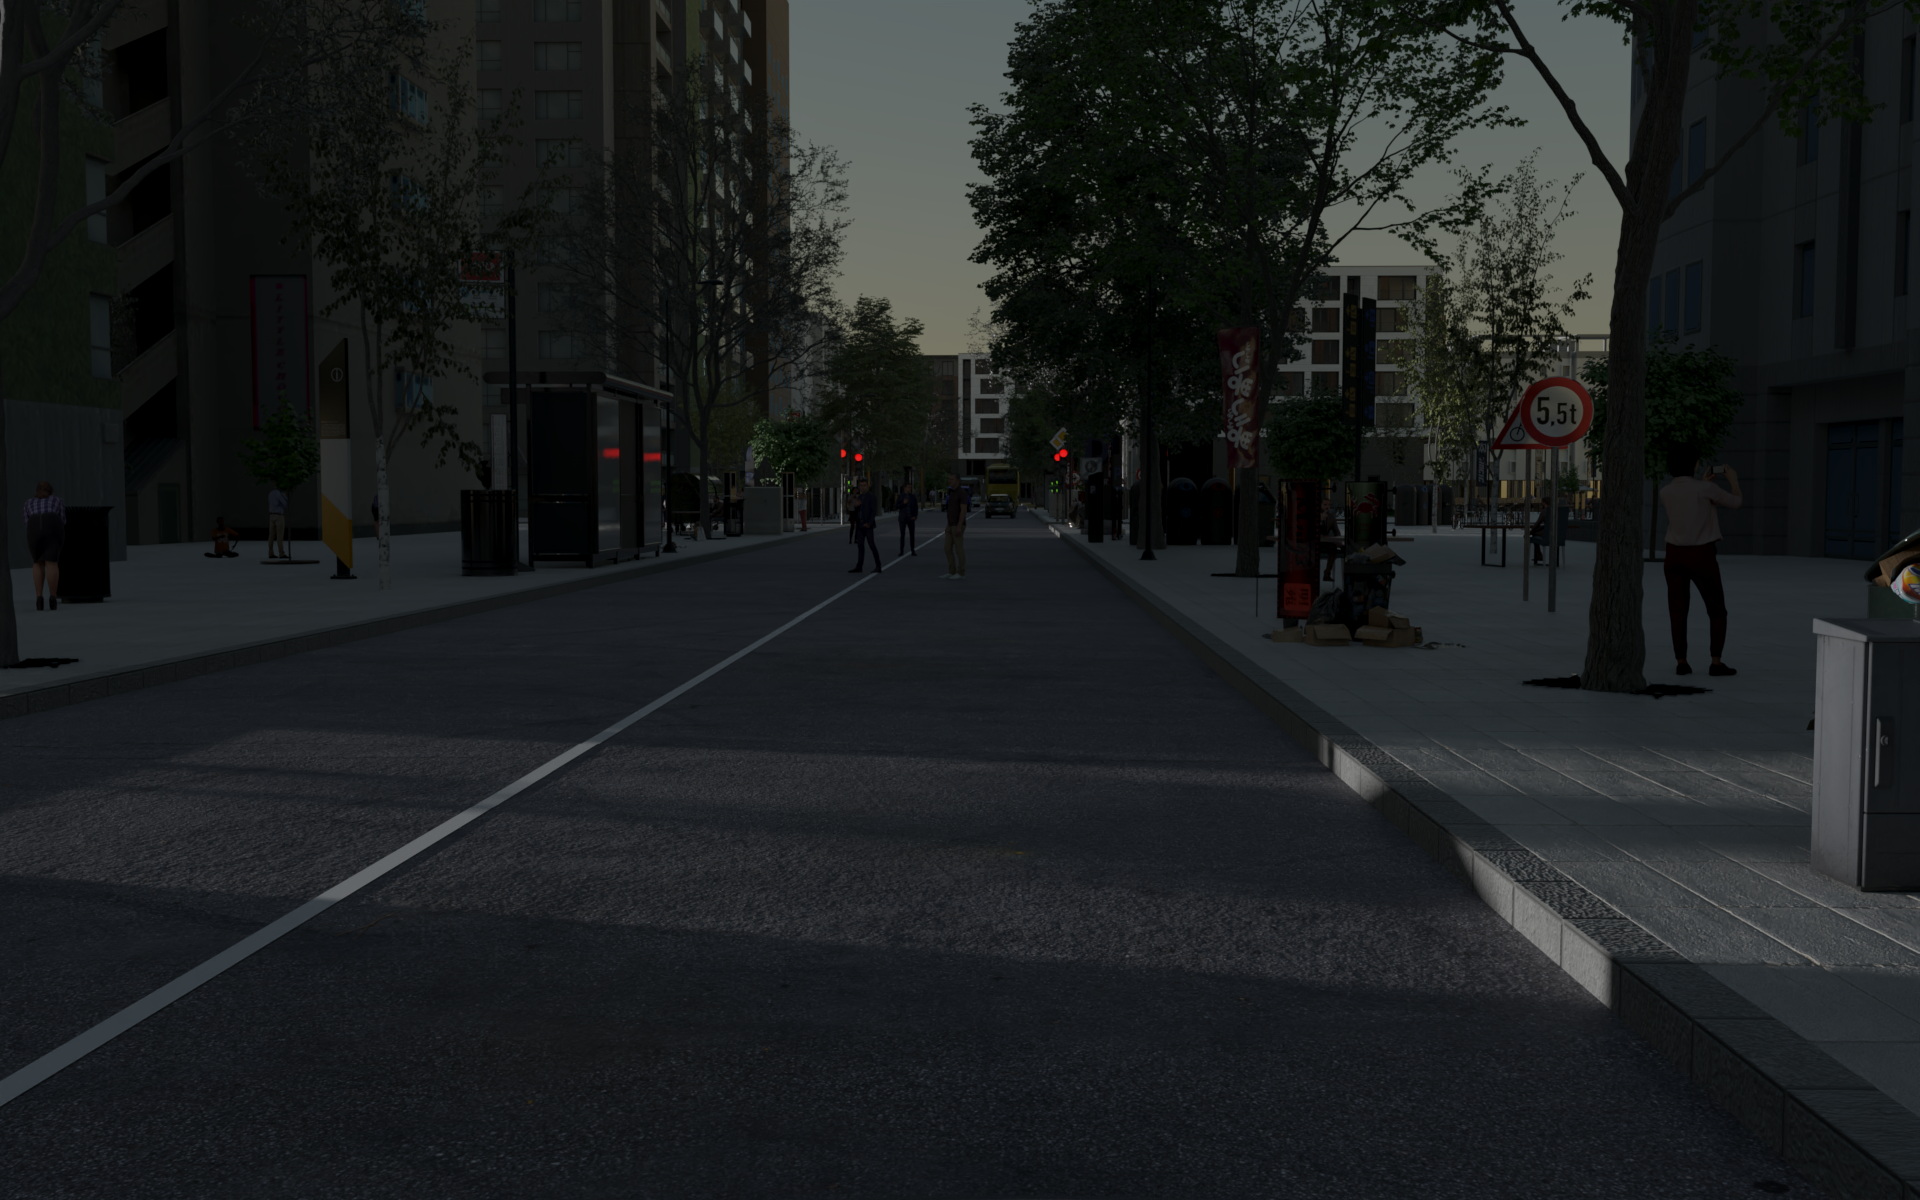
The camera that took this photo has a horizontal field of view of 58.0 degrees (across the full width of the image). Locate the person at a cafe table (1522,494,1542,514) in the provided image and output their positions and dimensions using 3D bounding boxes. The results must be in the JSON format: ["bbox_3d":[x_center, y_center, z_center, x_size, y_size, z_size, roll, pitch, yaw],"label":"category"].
[{"bbox_3d":[37.071,-6.360,112.507,1.698,1.524,1.622,0,4,1],"label":"person at a cafe table"}]

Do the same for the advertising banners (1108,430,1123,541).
[{"bbox_3d":[4.285,-3.165,47.928,0.090,3.025,2.074,1,4,16],"label":"advertising banners"}]

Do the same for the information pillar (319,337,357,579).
[{"bbox_3d":[-9.379,-2.122,26.050,0.504,3.616,0.183,1,4,17],"label":"information pillar"}]

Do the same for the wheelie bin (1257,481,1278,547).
[{"bbox_3d":[7.359,-2.089,42.058,0.693,1.594,0.980,1,4,14],"label":"wheelie bin"}]

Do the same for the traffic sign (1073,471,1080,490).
[{"bbox_3d":[6.331,-5.843,95.646,0.768,2.556,0.104,1,4,9],"label":"traffic sign"}]

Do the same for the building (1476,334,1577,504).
[{"bbox_3d":[66.388,-21.704,211.283,11.380,20.091,16.016,0,4,2],"label":"building"}]

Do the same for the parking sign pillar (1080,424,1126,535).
[{"bbox_3d":[4.546,-4.064,54.919,1.447,3.967,1.447,-3,5,-40],"label":"parking sign pillar"}]

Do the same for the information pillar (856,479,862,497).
[{"bbox_3d":[-4.847,-4.829,83.446,0.304,2.012,0.304,1,4,18],"label":"information pillar"}]

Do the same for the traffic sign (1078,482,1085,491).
[{"bbox_3d":[8.236,-7.214,118.049,0.768,2.556,0.104,1,4,9],"label":"traffic sign"}]

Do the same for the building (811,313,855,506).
[{"bbox_3d":[-21.270,-19.446,184.395,16.747,18.905,31.486,0,4,2],"label":"building"}]

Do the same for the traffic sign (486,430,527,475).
[{"bbox_3d":[-8.916,-2.086,34.105,0.884,2.594,0.081,1,4,9],"label":"traffic sign"}]

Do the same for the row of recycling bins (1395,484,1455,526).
[{"bbox_3d":[18.949,-3.890,70.712,3.534,1.692,1.069,-3,5,-40],"label":"row of recycling bins"}]

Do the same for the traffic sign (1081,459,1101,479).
[{"bbox_3d":[3.715,-2.869,49.043,0.606,2.300,0.079,1,4,8],"label":"traffic sign"}]

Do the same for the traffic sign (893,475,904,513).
[{"bbox_3d":[-4.177,-7.212,118.022,0.768,2.556,0.104,1,4,10],"label":"traffic sign"}]

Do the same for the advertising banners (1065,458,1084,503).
[{"bbox_3d":[5.961,-5.351,83.670,2.074,3.025,0.090,1,4,20],"label":"advertising banners"}]

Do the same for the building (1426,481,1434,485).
[{"bbox_3d":[62.136,-23.933,257.760,31.486,18.905,16.747,0,4,2],"label":"building"}]

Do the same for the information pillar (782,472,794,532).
[{"bbox_3d":[-5.782,-3.290,58.290,0.304,2.012,0.304,-3,5,-40],"label":"information pillar"}]

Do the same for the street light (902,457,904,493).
[{"bbox_3d":[-3.399,-8.994,119.588,1.470,5.913,1.316,0,4,2],"label":"street light"}]

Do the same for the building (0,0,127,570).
[{"bbox_3d":[-23.219,-20.905,25.394,14.154,41.232,14.086,0,4,2],"label":"building"}]

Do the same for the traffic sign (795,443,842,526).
[{"bbox_3d":[-5.885,-4.634,69.638,2.265,3.308,0.079,0,4,3],"label":"traffic sign"}]

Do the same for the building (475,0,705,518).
[{"bbox_3d":[-22.799,-25.376,98.494,14.154,41.232,14.086,0,4,2],"label":"building"}]

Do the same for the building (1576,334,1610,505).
[{"bbox_3d":[77.756,-21.670,210.716,11.380,20.091,16.016,0,4,2],"label":"building"}]

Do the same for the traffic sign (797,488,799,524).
[{"bbox_3d":[-6.862,-4.358,73.381,0.606,2.300,0.079,0,4,3],"label":"traffic sign"}]

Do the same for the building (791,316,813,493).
[{"bbox_3d":[-21.823,-18.705,162.246,16.016,20.091,11.380,0,4,2],"label":"building"}]

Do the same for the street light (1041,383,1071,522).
[{"bbox_3d":[4.073,-6.111,72.451,1.470,5.913,1.316,0,4,2],"label":"street light"}]

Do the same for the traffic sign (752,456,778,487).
[{"bbox_3d":[-6.638,-3.607,58.978,0.884,2.594,0.081,0,4,6],"label":"traffic sign"}]

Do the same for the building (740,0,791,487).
[{"bbox_3d":[-21.782,-30.153,143.120,14.600,45.320,14.200,0,4,2],"label":"building"}]

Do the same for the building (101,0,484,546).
[{"bbox_3d":[-27.916,-26.105,50.518,21.600,48.544,21.300,0,4,2],"label":"building"}]

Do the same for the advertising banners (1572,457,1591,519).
[{"bbox_3d":[25.584,-4.584,71.137,0.090,3.025,2.074,3,4,39],"label":"advertising banners"}]

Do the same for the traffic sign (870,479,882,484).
[{"bbox_3d":[-5.638,-7.097,116.149,0.768,2.556,0.104,0,4,4],"label":"traffic sign"}]

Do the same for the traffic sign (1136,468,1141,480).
[{"bbox_3d":[8.582,-4.933,80.765,0.768,2.556,0.104,0,4,3],"label":"traffic sign"}]

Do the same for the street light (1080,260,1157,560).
[{"bbox_3d":[3.116,-3.727,33.480,1.470,5.913,1.316,0,4,2],"label":"street light"}]

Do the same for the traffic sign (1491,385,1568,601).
[{"bbox_3d":[6.795,-1.267,20.727,0.884,2.594,0.081,1,4,10],"label":"traffic sign"}]

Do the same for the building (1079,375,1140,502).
[{"bbox_3d":[30.144,-23.966,258.296,31.486,18.905,16.747,0,4,2],"label":"building"}]

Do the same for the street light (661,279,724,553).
[{"bbox_3d":[-5.809,-3.982,37.640,1.470,5.913,1.316,0,4,2],"label":"street light"}]

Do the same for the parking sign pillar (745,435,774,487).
[{"bbox_3d":[-7.740,-4.797,66.906,1.447,3.967,1.447,2,4,29],"label":"parking sign pillar"}]

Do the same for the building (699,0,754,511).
[{"bbox_3d":[-26.740,-30.642,120.604,23.786,49.044,30.456,0,4,2],"label":"building"}]

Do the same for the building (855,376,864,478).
[{"bbox_3d":[-28.291,-21.246,213.822,31.486,18.905,16.747,0,4,2],"label":"building"}]

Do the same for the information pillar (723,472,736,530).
[{"bbox_3d":[-7.588,-3.217,57.095,0.304,2.012,0.304,2,4,28],"label":"information pillar"}]

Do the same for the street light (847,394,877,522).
[{"bbox_3d":[-4.563,-6.611,80.624,1.470,5.913,1.316,0,4,2],"label":"street light"}]

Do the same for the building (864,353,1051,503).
[{"bbox_3d":[-2.045,-25.737,264.771,32.646,21.610,27.936,0,4,2],"label":"building"}]

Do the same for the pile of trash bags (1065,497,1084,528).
[{"bbox_3d":[5.215,-3.466,66.420,1.912,1.369,3.447,0,4,-8],"label":"pile of trash bags"}]

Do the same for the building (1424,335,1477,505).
[{"bbox_3d":[55.032,-21.766,212.295,11.380,20.091,16.016,0,4,2],"label":"building"}]

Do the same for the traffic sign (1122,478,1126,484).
[{"bbox_3d":[8.762,-5.873,96.032,0.884,2.594,0.081,0,4,7],"label":"traffic sign"}]

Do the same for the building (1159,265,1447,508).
[{"bbox_3d":[33.107,-20.034,171.536,27.936,21.610,32.646,0,4,2],"label":"building"}]

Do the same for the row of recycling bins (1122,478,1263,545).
[{"bbox_3d":[6.015,-2.238,43.706,3.534,1.692,1.069,-1,4,-8],"label":"row of recycling bins"}]

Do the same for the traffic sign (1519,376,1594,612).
[{"bbox_3d":[6.443,-1.142,18.780,0.768,2.556,0.104,1,4,10],"label":"traffic sign"}]

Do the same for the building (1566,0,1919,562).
[{"bbox_3d":[26.242,-30.242,36.453,21.231,58.520,28.212,0,4,2],"label":"building"}]

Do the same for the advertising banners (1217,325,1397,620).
[{"bbox_3d":[3.484,-1.312,17.632,2.074,3.025,0.090,3,5,42],"label":"advertising banners"}]

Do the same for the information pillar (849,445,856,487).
[{"bbox_3d":[-5.119,-5.571,82.447,0.183,3.616,0.504,-3,5,-40],"label":"information pillar"}]

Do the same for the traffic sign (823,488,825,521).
[{"bbox_3d":[-6.390,-4.971,81.389,0.768,2.556,0.104,1,4,9],"label":"traffic sign"}]
